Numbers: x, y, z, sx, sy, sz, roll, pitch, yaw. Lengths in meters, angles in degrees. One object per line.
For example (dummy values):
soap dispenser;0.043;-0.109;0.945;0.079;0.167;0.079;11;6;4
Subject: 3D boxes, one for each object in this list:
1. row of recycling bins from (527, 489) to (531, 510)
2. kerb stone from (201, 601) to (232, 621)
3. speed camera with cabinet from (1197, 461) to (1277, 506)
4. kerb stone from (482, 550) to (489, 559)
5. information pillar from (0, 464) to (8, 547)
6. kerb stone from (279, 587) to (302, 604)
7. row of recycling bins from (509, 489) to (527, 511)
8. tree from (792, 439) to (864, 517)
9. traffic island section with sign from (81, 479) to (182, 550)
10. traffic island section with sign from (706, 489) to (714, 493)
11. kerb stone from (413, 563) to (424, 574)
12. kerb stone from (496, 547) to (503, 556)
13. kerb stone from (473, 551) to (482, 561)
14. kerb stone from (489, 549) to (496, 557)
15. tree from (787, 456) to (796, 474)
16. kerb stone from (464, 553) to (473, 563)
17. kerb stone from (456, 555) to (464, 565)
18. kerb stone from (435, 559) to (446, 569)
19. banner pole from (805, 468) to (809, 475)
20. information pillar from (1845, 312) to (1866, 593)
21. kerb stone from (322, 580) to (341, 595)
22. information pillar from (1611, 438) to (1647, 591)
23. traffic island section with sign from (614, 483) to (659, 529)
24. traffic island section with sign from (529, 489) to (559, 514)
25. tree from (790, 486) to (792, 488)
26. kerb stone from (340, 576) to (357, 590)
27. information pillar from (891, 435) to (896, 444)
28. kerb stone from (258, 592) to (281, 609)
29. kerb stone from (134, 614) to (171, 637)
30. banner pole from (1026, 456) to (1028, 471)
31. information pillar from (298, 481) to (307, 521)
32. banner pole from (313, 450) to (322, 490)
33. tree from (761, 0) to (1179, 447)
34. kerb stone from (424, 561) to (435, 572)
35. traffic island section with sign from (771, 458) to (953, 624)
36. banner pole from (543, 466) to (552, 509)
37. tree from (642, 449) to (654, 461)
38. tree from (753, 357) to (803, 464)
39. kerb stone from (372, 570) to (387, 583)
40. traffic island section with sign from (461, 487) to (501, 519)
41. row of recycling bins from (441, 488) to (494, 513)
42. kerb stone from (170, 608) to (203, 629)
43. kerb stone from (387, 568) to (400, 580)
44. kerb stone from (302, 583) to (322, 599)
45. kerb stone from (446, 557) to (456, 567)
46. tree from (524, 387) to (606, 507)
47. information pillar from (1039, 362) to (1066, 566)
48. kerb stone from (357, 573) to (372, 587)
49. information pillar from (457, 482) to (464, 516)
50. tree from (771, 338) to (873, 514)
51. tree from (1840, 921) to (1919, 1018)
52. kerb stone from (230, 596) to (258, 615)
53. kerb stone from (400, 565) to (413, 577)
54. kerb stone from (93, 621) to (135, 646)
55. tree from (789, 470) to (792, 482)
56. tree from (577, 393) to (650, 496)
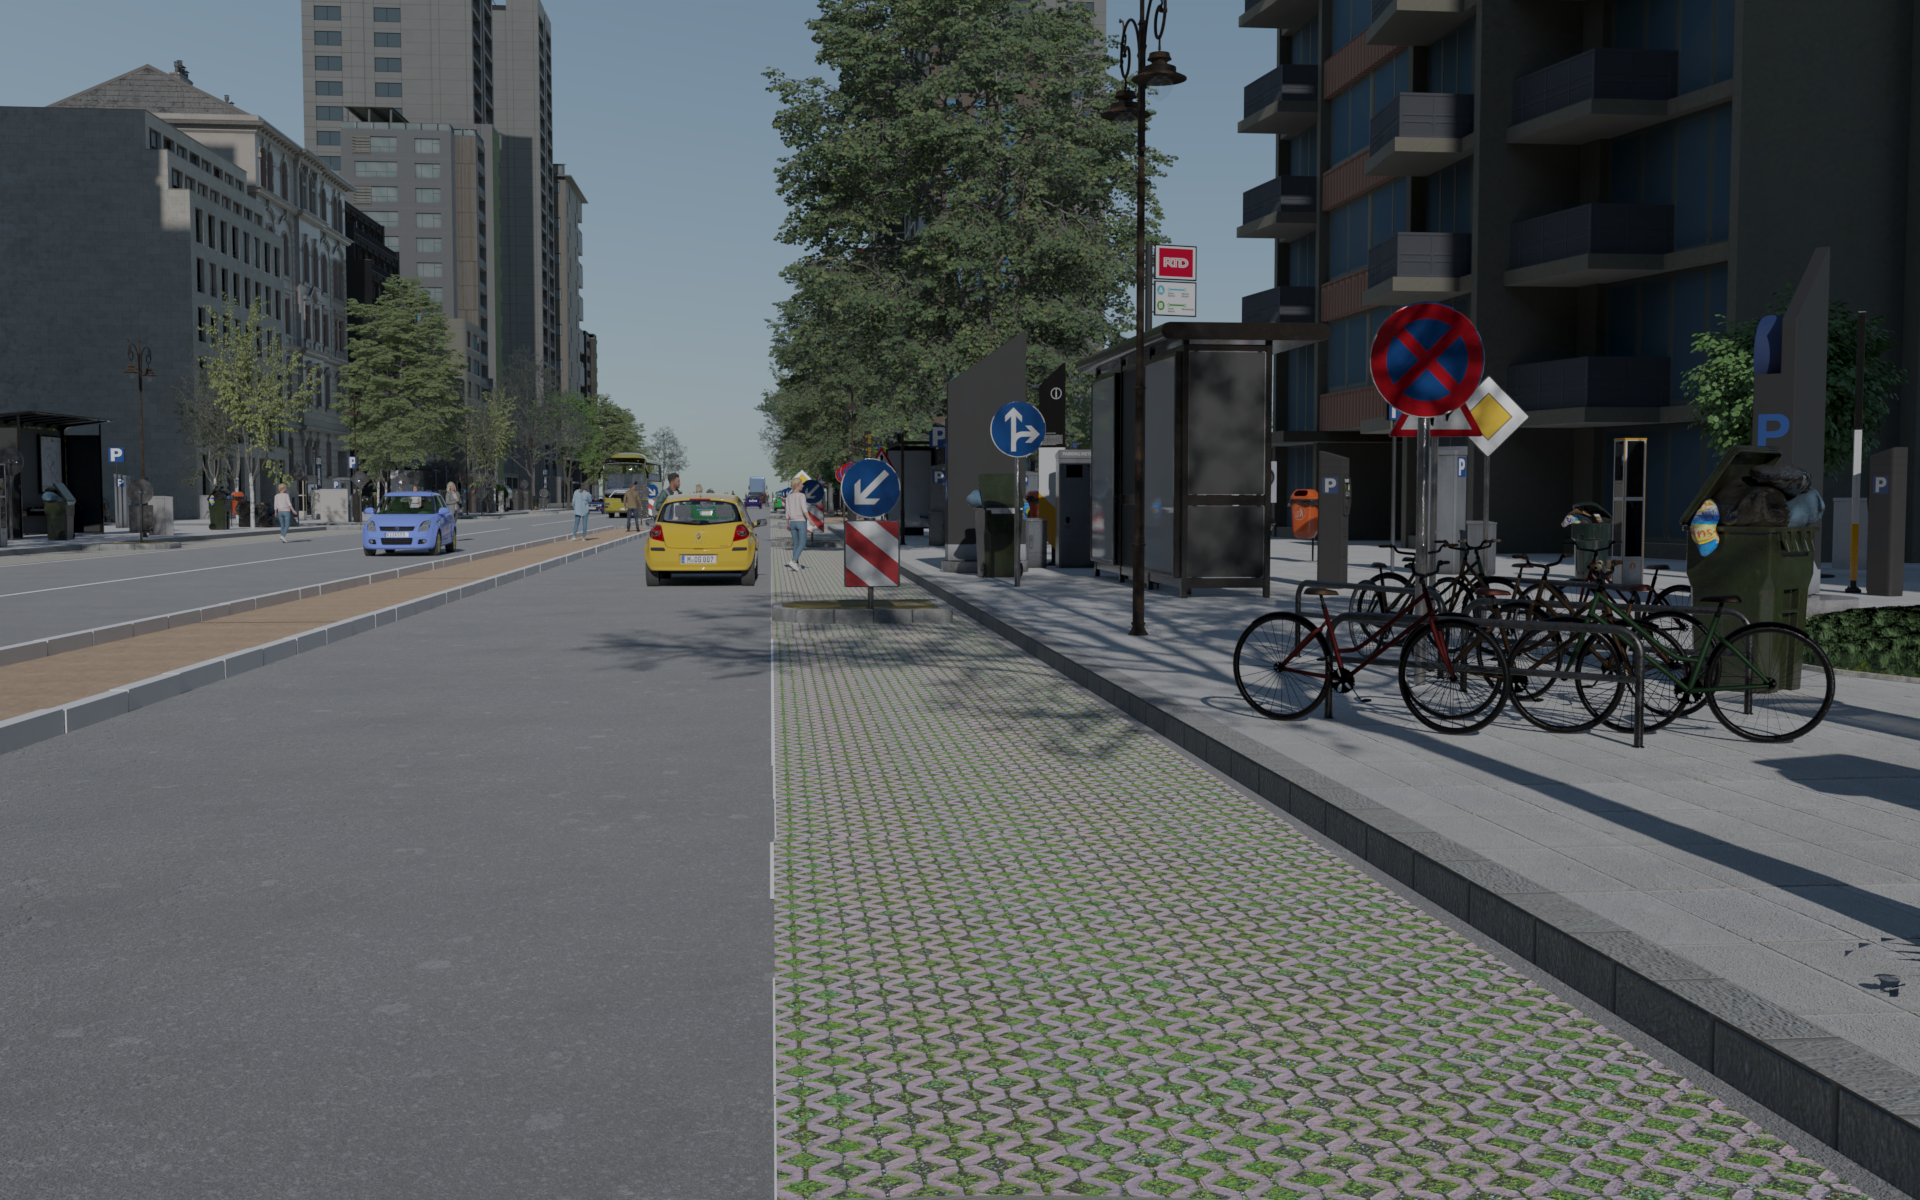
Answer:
row of recycling bins;-35.831;-8.059;138.870;1.069;1.692;3.534;2;4;29
kerb stone;-8.561;0.152;19.772;0.120;0.150;1.000;0;4;-6
speed camera with cabinet;7.353;-3.159;45.983;2.038;3.252;0.660;-1;4;-14
kerb stone;-10.568;-0.974;38.133;0.120;0.150;1.000;0;4;-6
information pillar;-23.184;-2.275;41.688;0.304;2.012;0.304;0;4;1
kerb stone;-8.904;-0.039;22.825;0.120;0.150;1.000;0;4;-6
row of recycling bins;-35.879;-7.853;135.512;3.534;1.692;1.069;1;4;20
tree;-6.589;-7.020;98.499;4.285;4.588;4.351;0;3;0
traffic island section with sign;-21.441;-2.225;45.001;1.989;1.847;2.006;0;4;-6
traffic island section with sign;-22.121;-8.873;153.203;2.006;1.907;1.989;0;4;-6
kerb stone;-9.791;-0.537;30.983;0.120;0.150;1.000;0;4;-6
kerb stone;-10.796;-1.099;40.172;0.120;0.150;1.000;0;4;-6
kerb stone;-10.451;-0.911;37.112;0.120;0.150;1.000;0;4;-6
kerb stone;-10.686;-1.037;39.156;0.120;0.150;1.000;0;4;-6
tree;-19.758;-16.394;218.409;4.737;8.622;4.395;0;3;0
kerb stone;-10.349;-0.850;36.090;0.120;0.150;1.000;0;4;-6
kerb stone;-10.240;-0.788;35.074;0.120;0.150;1.000;0;4;-6
kerb stone;-10.010;-0.663;33.036;0.120;0.150;1.000;0;4;-6
banner pole;-13.040;-9.667;148.064;0.401;3.779;0.863;-3;4;-39
information pillar;11.673;-1.907;22.532;0.183;3.616;0.504;2;4;26
kerb stone;-9.115;-0.163;24.862;0.120;0.150;1.000;0;4;-6
information pillar;8.851;-1.127;22.925;0.304;2.012;0.304;0;4;-6
traffic island section with sign;-13.145;-3.854;71.145;2.006;1.907;1.989;0;4;-6
traffic island section with sign;-30.338;-7.199;126.325;1.989;1.847;2.006;0;4;-6
tree;-29.583;-19.046;306.004;1.663;3.219;1.824;0;3;0
kerb stone;-9.232;-0.225;25.880;0.120;0.150;1.000;0;4;-6
information pillar;-2.461;-4.483;64.653;0.183;3.616;0.504;1;4;16
kerb stone;-8.784;0.024;21.809;0.120;0.150;1.000;0;4;-6
kerb stone;-8.339;0.274;17.722;0.120;0.150;1.000;0;4;-6
banner pole;2.840;-5.586;81.346;0.863;3.779;0.401;-2;4;-23
information pillar;-31.858;-4.854;83.861;0.304;2.012;0.304;0;4;5
banner pole;-36.905;-6.694;99.467;0.401;3.779;0.863;1;4;17
tree;0.282;-7.956;36.737;9.857;13.997;8.962;0;3;0
kerb stone;-9.906;-0.600;32.002;0.120;0.150;1.000;0;4;-6
traffic island section with sign;-1.174;-0.693;19.952;1.989;1.847;2.006;0;4;-6
banner pole;-36.150;-9.886;151.654;0.863;3.779;0.401;-3;5;-40
tree;-49.980;-19.827;274.540;4.737;8.622;4.395;0;3;0
tree;-23.950;-23.510;240.275;12.611;20.169;13.585;0;3;0
kerb stone;-9.449;-0.350;27.914;0.120;0.150;1.000;0;4;-6
traffic island section with sign;-27.326;-5.519;98.864;1.989;1.847;2.006;0;4;-6
row of recycling bins;-32.884;-6.639;115.658;3.534;1.692;1.069;-3;4;-38
kerb stone;-8.451;0.213;18.748;0.120;0.150;1.000;0;4;-6
kerb stone;-9.569;-0.410;28.940;0.120;0.150;1.000;0;4;-6
kerb stone;-9.010;-0.101;23.842;0.120;0.150;1.000;0;4;-6
kerb stone;-10.119;-0.723;34.058;0.120;0.150;1.000;0;4;-6
tree;-38.372;-14.877;168.994;9.928;11.665;9.643;0;3;0
information pillar;1.656;-2.417;30.879;0.504;3.616;0.183;1;4;22
kerb stone;-9.347;-0.285;26.896;0.120;0.150;1.000;0;4;-6
information pillar;-29.683;-6.017;102.869;0.304;2.012;0.304;0;4;-3
tree;-8.485;-11.903;112.737;7.486;12.596;7.792;0;3;0
tree;2.966;-5.718;3.855;12.009;13.543;11.850;0;3;0
kerb stone;-8.675;0.086;20.793;0.120;0.150;1.000;0;4;-6
kerb stone;-9.674;-0.475;29.966;0.120;0.150;1.000;0;4;-6
kerb stone;-8.226;0.336;16.705;0.120;0.150;1.000;0;4;-6
tree;-10.211;-9.134;133.059;4.285;4.588;4.351;0;3;0
tree;-39.848;-16.924;194.829;7.486;12.596;7.792;0;3;0
